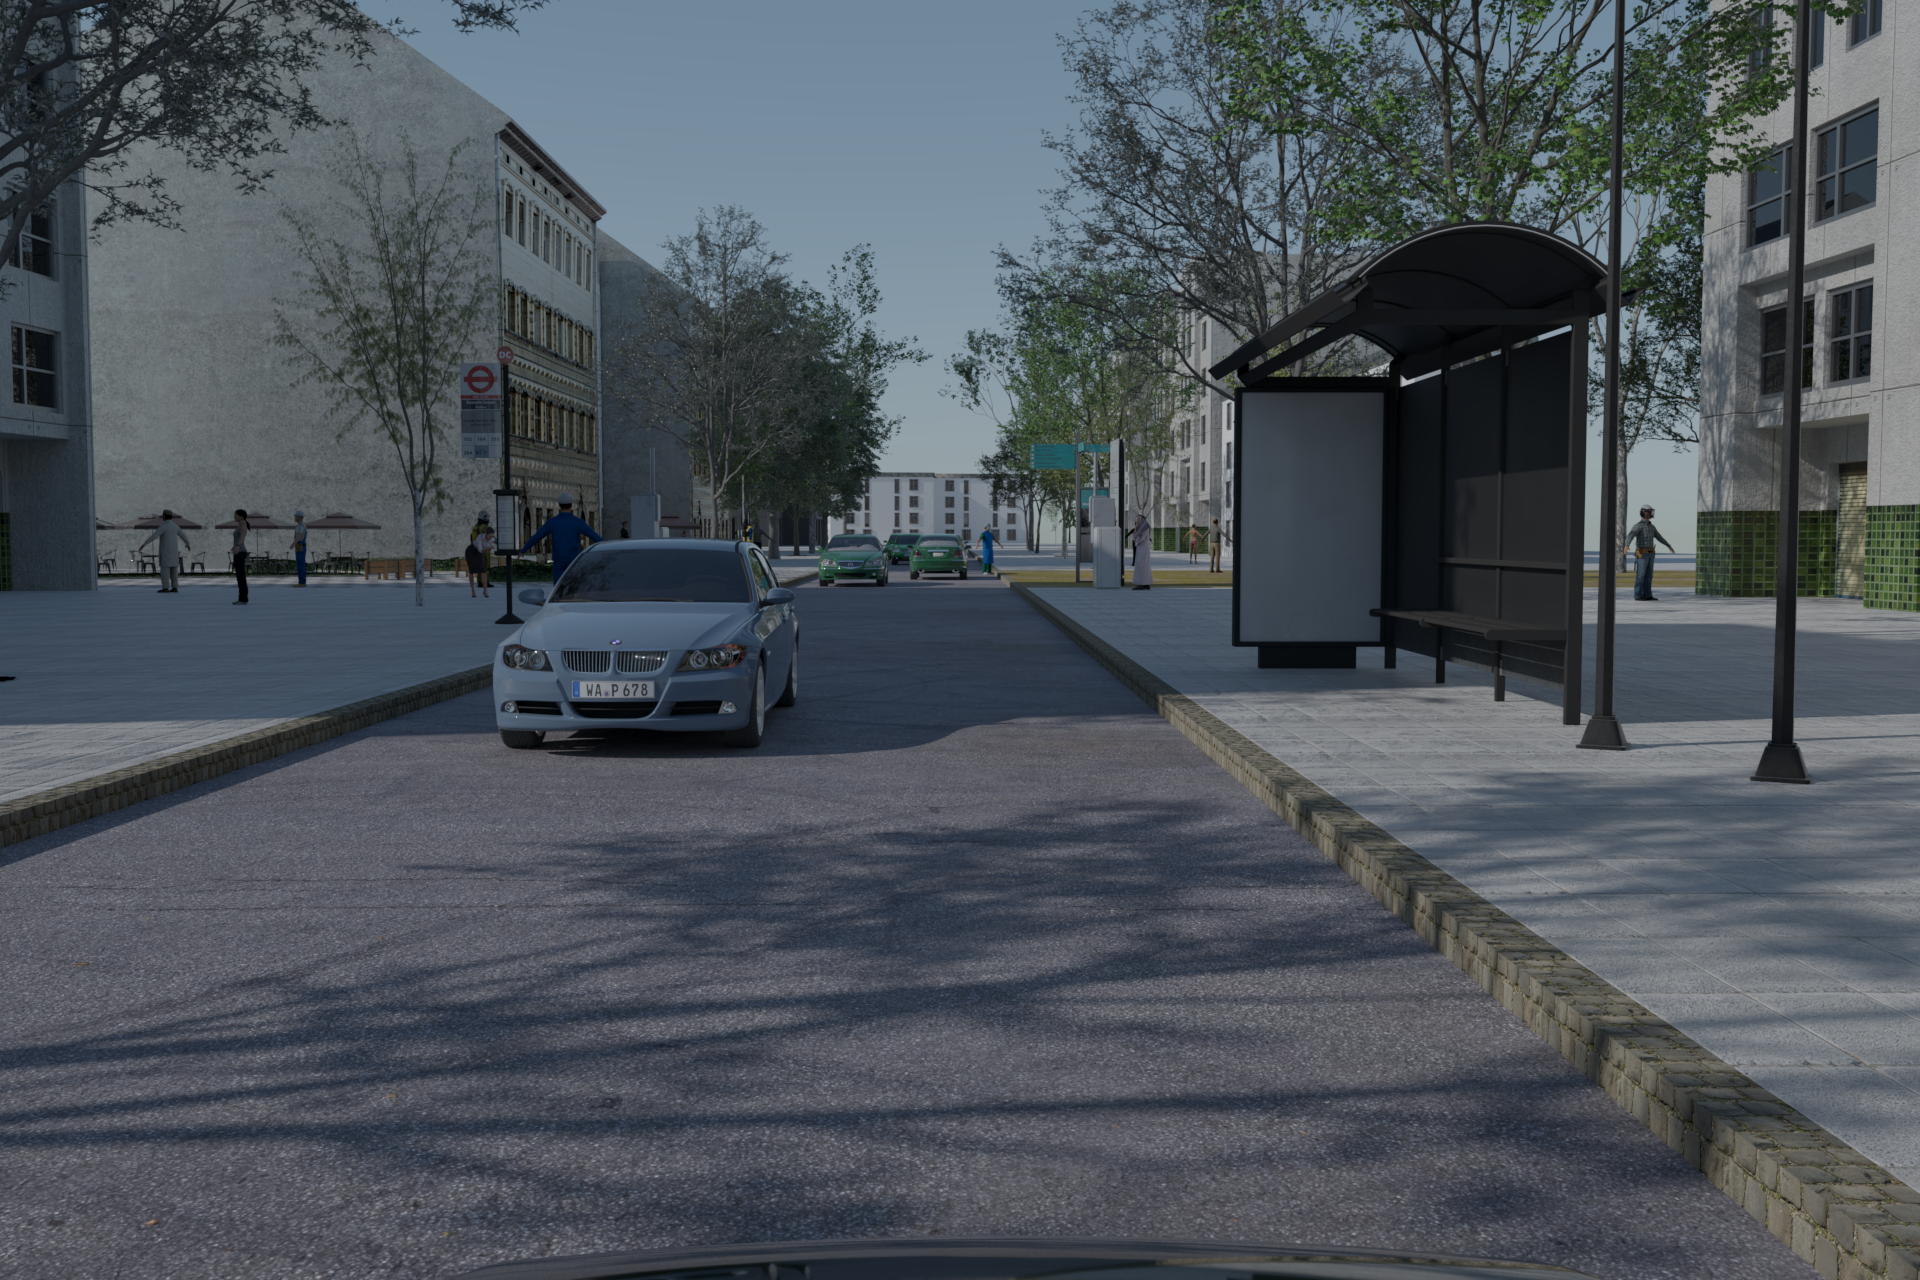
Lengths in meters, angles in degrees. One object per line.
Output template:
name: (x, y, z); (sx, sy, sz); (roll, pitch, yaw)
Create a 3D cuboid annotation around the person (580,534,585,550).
person: (-12.457, -3.064, 56.227); (0.704, 1.812, 1.346); (-3, 4, -37)

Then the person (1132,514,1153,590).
person: (4.165, -2.023, 39.789); (0.621, 1.740, 0.551); (-1, 4, -19)

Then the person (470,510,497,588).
person: (-11.439, -2.196, 41.680); (1.354, 1.858, 0.705); (3, 5, 43)

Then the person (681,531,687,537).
person: (-11.479, -3.884, 72.773); (0.599, 1.433, 0.991); (-1, 4, -18)

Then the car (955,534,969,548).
car: (-0.617, -4.670, 88.160); (2.131, 1.459, 4.920); (0, 3, 0)

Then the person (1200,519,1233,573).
person: (8.493, -3.131, 57.459); (1.348, 1.796, 0.705); (3, 5, 42)

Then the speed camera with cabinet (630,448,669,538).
speed camera with cabinet: (-7.237, -2.819, 40.419); (0.660, 3.252, 2.038); (0, 4, -1)

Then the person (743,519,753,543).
person: (-7.091, -3.162, 57.664); (0.705, 1.833, 1.349); (-1, 4, -18)

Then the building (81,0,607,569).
building: (-26.130, -14.743, 71.985); (19.493, 23.208, 18.063); (0, 4, -1)

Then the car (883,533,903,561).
car: (-3.128, -5.176, 93.431); (1.959, 1.807, 4.718); (0, 3, 0)

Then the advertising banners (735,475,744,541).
advertising banners: (-6.403, -3.322, 50.508); (0.090, 3.025, 2.074); (0, 4, -1)

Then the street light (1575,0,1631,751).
street light: (4.411, -2.305, 10.236); (1.470, 5.913, 1.316); (0, 4, -1)

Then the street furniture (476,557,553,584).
street furniture: (-9.881, -1.976, 47.927); (5.734, 0.657, 10.072); (0, 4, 2)

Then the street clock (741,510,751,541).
street clock: (-6.527, -2.945, 52.713); (0.358, 2.002, 0.471); (0, 4, 1)

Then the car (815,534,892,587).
car: (-2.965, -2.260, 48.746); (2.131, 1.459, 4.920); (0, 4, -1)

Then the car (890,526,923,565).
car: (-2.309, -4.447, 81.503); (1.959, 1.807, 4.718); (0, 4, 0)

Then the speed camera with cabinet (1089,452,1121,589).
speed camera with cabinet: (3.477, -2.877, 41.369); (0.660, 3.252, 2.038); (0, 3, 0)

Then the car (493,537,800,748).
car: (-2.216, -0.070, 13.144); (2.014, 1.417, 4.499); (0, 4, -1)

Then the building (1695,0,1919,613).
building: (24.031, -9.419, 20.465); (16.747, 18.905, 31.486); (0, 4, 0)

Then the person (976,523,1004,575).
person: (0.999, -3.218, 61.194); (0.704, 1.817, 1.347); (3, 5, 45)

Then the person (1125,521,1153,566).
person: (7.053, -3.847, 69.087); (1.347, 1.806, 0.705); (-1, 4, -9)

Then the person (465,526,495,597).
person: (-9.635, -1.572, 34.938); (0.799, 1.438, 0.628); (1, 4, 9)

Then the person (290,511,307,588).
person: (-15.909, -2.192, 41.695); (0.705, 1.847, 1.347); (-1, 4, -12)

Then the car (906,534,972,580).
car: (-0.674, -2.689, 55.760); (2.131, 1.459, 4.920); (0, 4, 0)

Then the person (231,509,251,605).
person: (-13.197, -1.514, 31.570); (0.721, 1.737, 1.217); (-2, 4, -24)

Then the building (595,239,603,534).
building: (-27.644, -14.746, 97.521); (16.016, 20.090, 11.380); (0, 4, -1)

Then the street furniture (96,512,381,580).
street furniture: (-31.380, -2.644, 48.265); (27.439, 1.986, 14.083); (0, 4, -4)

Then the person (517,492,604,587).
person: (-5.274, -1.061, 23.228); (1.347, 1.842, 0.705); (0, 4, -5)

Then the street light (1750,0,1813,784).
street light: (4.834, -2.222, 8.867); (1.470, 5.913, 1.316); (0, 4, 0)

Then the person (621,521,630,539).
person: (-14.147, -4.118, 73.259); (0.705, 1.837, 1.347); (0, 4, 4)

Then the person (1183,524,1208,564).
person: (10.148, -4.163, 74.874); (1.217, 1.733, 0.721); (3, 4, 37)

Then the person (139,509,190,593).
person: (-17.370, -1.949, 37.960); (0.704, 1.819, 1.344); (2, 4, 24)

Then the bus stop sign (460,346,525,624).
bus stop sign: (-6.670, -2.201, 24.694); (0.855, 3.939, 0.416); (0, 4, 1)

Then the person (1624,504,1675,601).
person: (13.182, -1.677, 33.260); (1.345, 1.849, 0.704); (-2, 4, -28)

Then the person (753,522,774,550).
person: (-8.621, -4.136, 73.760); (1.348, 1.813, 0.705); (0, 4, 5)

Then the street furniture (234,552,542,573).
street furniture: (-19.267, -2.679, 59.421); (10.072, 0.657, 5.734); (0, 4, -7)
